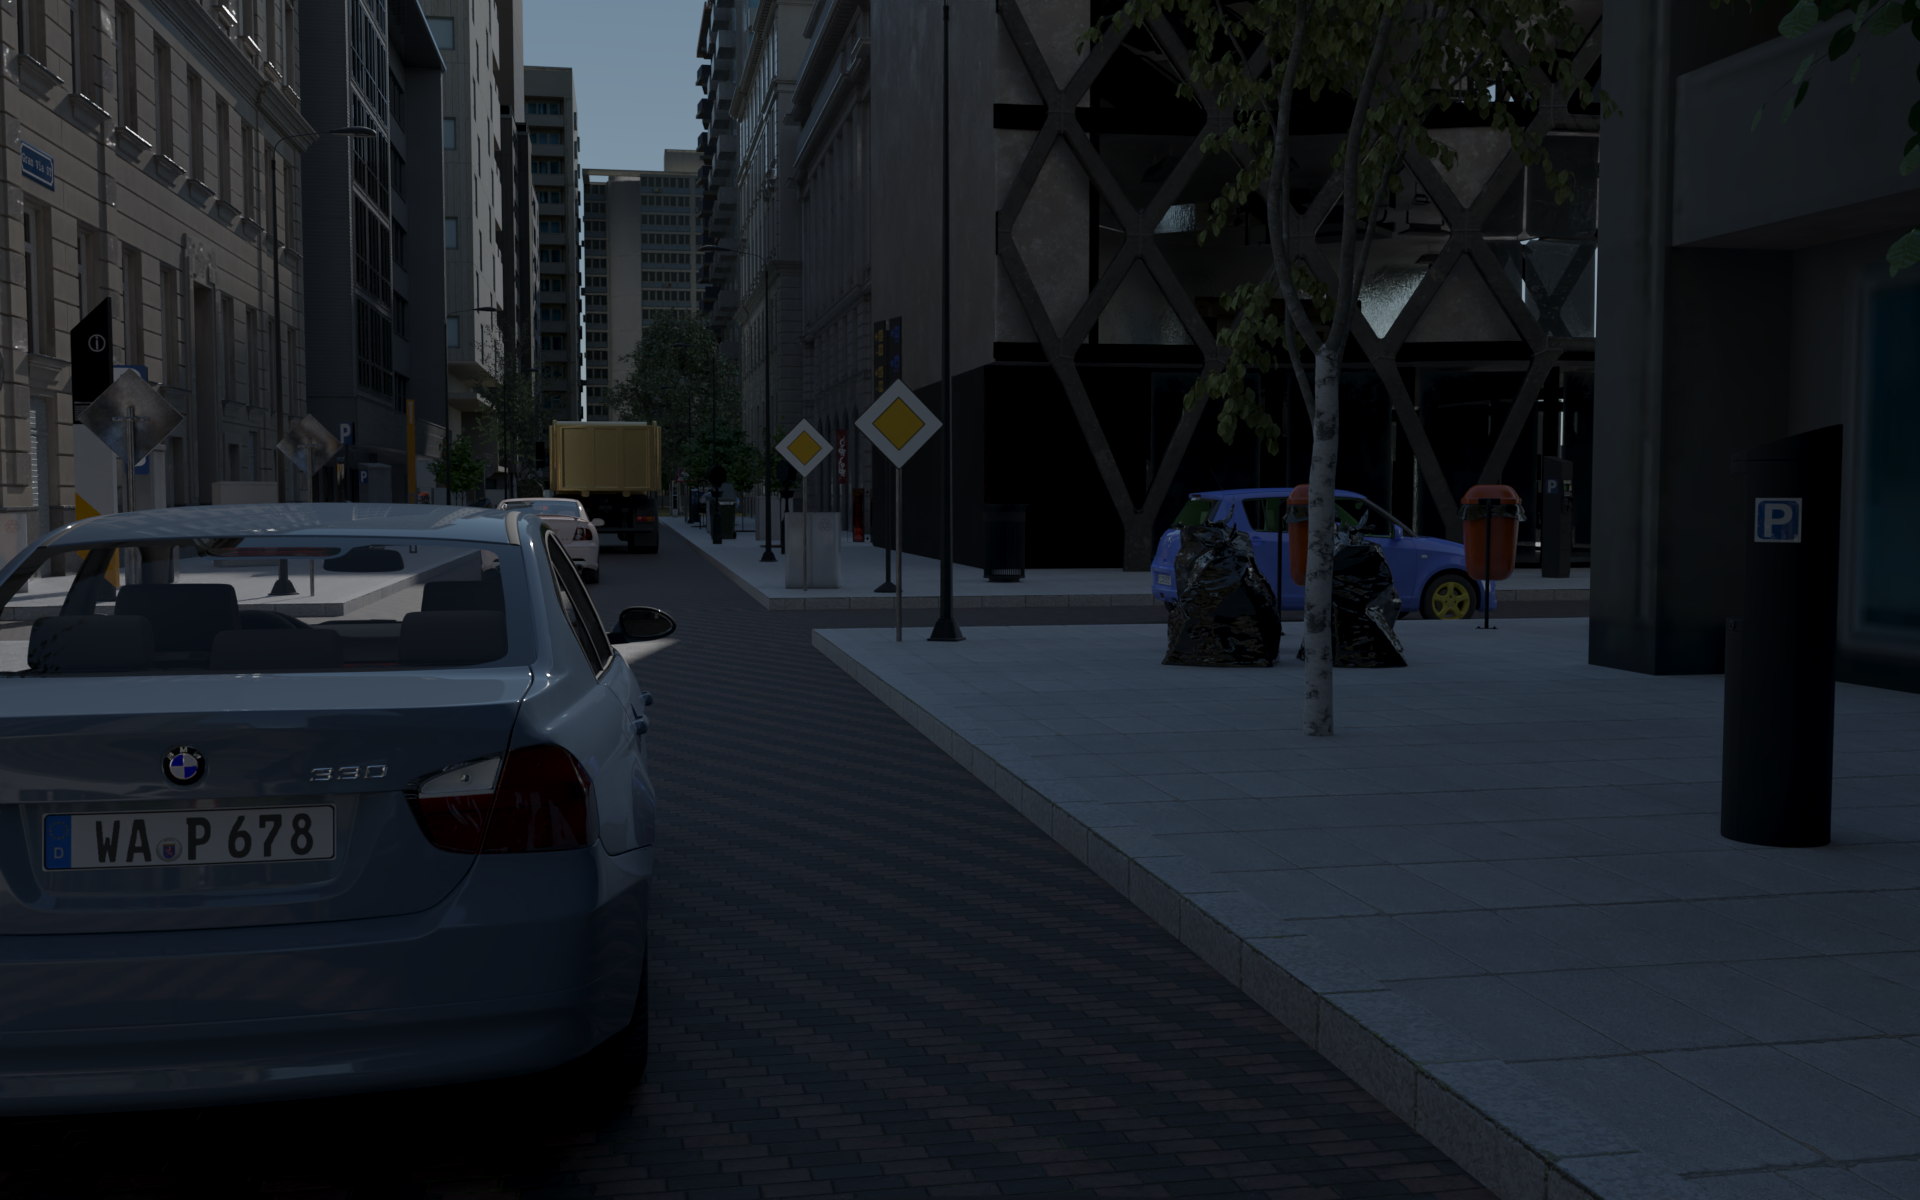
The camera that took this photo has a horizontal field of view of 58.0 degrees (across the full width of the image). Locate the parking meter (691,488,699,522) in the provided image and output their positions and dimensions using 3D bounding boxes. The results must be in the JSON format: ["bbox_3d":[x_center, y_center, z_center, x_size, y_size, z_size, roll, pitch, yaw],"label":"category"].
[{"bbox_3d":[-12.009,-4.289,78.539,0.372,1.533,0.369,0,3,0],"label":"parking meter"}]

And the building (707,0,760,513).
[{"bbox_3d":[-6.917,-31.049,127.255,23.786,49.044,30.456,-1,4,-11],"label":"building"}]

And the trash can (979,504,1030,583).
[{"bbox_3d":[0.646,-0.832,25.256,0.748,1.137,0.748,0,3,0],"label":"trash can"}]

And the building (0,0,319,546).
[{"bbox_3d":[-21.297,-14.509,34.486,12.463,27.353,25.104,-1,4,-11],"label":"building"}]

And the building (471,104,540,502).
[{"bbox_3d":[-38.976,-21.771,127.661,14.160,30.474,14.107,-1,4,-11],"label":"building"}]

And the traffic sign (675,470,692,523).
[{"bbox_3d":[-12.179,-4.693,76.727,0.884,2.594,0.081,0,4,-1],"label":"traffic sign"}]

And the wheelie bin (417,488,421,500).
[{"bbox_3d":[-29.199,-5.184,92.672,0.980,1.594,0.693,1,4,14],"label":"wheelie bin"}]

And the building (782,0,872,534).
[{"bbox_3d":[1.347,-13.489,62.346,13.314,21.916,24.055,-1,4,-11],"label":"building"}]

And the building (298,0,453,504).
[{"bbox_3d":[-27.145,-14.865,62.116,14.314,24.678,30.058,-1,4,-11],"label":"building"}]

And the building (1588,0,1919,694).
[{"bbox_3d":[17.188,-23.218,3.312,21.300,48.544,21.600,-1,4,-11],"label":"building"}]

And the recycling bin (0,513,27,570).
[{"bbox_3d":[-12.598,-0.609,22.519,0.722,1.027,0.722,-3,5,-40],"label":"recycling bin"}]

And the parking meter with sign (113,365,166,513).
[{"bbox_3d":[-11.423,-1.715,24.306,0.543,3.016,1.738,-1,4,-10],"label":"parking meter with sign"}]

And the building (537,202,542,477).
[{"bbox_3d":[-45.594,-23.639,158.198,14.107,30.474,14.160,-1,4,-11],"label":"building"}]

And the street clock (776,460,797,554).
[{"bbox_3d":[-3.685,-1.974,36.851,0.358,2.002,0.471,-3,5,-39],"label":"street clock"}]

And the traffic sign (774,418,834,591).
[{"bbox_3d":[-2.052,-1.176,22.862,0.795,2.450,0.064,-1,4,-11],"label":"traffic sign"}]

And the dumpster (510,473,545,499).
[{"bbox_3d":[-19.829,-4.702,79.375,1.502,2.255,1.985,-1,4,-11],"label":"dumpster"}]

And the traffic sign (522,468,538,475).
[{"bbox_3d":[-20.828,-5.127,83.935,0.768,2.556,0.104,0,4,-6],"label":"traffic sign"}]

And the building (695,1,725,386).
[{"bbox_3d":[-12.368,-30.706,156.667,22.147,44.769,28.867,-1,4,-11],"label":"building"}]

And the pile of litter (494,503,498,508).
[{"bbox_3d":[-22.318,-4.260,83.614,1.719,0.858,1.176,-2,4,-33],"label":"pile of litter"}]

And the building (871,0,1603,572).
[{"bbox_3d":[7.634,-10.278,35.492,16.811,18.784,16.820,-1,4,-11],"label":"building"}]

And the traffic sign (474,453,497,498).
[{"bbox_3d":[-14.745,-3.277,53.691,0.768,2.556,0.104,0,4,-2],"label":"traffic sign"}]

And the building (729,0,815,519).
[{"bbox_3d":[-4.424,-17.663,86.055,12.463,27.353,25.104,-1,4,-11],"label":"building"}]

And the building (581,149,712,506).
[{"bbox_3d":[-30.920,-30.959,198.056,23.993,40.220,32.217,-1,4,-11],"label":"building"}]

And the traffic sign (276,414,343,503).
[{"bbox_3d":[-8.138,-1.105,21.709,0.795,2.450,0.064,-1,4,-11],"label":"traffic sign"}]

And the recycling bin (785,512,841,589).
[{"bbox_3d":[-2.013,-0.686,23.766,0.722,1.027,0.722,0,4,-1],"label":"recycling bin"}]

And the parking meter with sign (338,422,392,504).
[{"bbox_3d":[-14.409,-2.844,42.765,0.543,3.016,1.738,2,4,34],"label":"parking meter with sign"}]

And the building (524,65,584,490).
[{"bbox_3d":[-52.157,-34.487,187.569,21.600,48.544,21.300,-1,4,-11],"label":"building"}]

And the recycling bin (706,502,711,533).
[{"bbox_3d":[-7.893,-2.723,57.070,0.722,1.027,0.722,1,4,14],"label":"recycling bin"}]

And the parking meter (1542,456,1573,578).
[{"bbox_3d":[9.143,-1.271,26.500,0.255,1.863,0.399,-2,4,-32],"label":"parking meter"}]

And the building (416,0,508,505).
[{"bbox_3d":[-42.493,-31.552,105.113,28.713,52.752,27.495,-1,4,-11],"label":"building"}]

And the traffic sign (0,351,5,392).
[{"bbox_3d":[-7.216,-0.750,12.368,0.768,2.556,0.104,0,4,-6],"label":"traffic sign"}]

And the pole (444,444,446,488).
[{"bbox_3d":[-19.187,-4.338,64.778,0.158,3.312,0.155,0,3,0],"label":"pole"}]

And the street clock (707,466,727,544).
[{"bbox_3d":[-6.220,-2.432,44.340,0.471,2.002,0.358,-2,4,-31],"label":"street clock"}]

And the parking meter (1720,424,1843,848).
[{"bbox_3d":[3.039,0.122,6.414,0.372,1.533,0.369,0,3,0],"label":"parking meter"}]

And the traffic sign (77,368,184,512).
[{"bbox_3d":[-6.619,-0.625,13.869,0.795,2.450,0.064,-1,4,-11],"label":"traffic sign"}]

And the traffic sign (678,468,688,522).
[{"bbox_3d":[-12.721,-4.921,80.570,0.768,2.556,0.104,0,4,-7],"label":"traffic sign"}]

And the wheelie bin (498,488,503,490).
[{"bbox_3d":[-23.684,-4.971,89.180,0.693,1.594,0.980,0,4,3],"label":"wheelie bin"}]

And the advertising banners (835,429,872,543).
[{"bbox_3d":[-2.687,-3.053,46.102,0.090,3.025,2.074,-3,5,-40],"label":"advertising banners"}]

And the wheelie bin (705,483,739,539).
[{"bbox_3d":[-6.777,-2.525,49.186,0.980,1.594,0.693,-2,4,-28],"label":"wheelie bin"}]

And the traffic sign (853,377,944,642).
[{"bbox_3d":[-0.534,-0.696,15.022,0.795,2.450,0.064,-1,4,-11],"label":"traffic sign"}]

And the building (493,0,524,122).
[{"bbox_3d":[-42.835,-30.030,141.105,14.600,45.320,14.200,-1,4,-11],"label":"building"}]
